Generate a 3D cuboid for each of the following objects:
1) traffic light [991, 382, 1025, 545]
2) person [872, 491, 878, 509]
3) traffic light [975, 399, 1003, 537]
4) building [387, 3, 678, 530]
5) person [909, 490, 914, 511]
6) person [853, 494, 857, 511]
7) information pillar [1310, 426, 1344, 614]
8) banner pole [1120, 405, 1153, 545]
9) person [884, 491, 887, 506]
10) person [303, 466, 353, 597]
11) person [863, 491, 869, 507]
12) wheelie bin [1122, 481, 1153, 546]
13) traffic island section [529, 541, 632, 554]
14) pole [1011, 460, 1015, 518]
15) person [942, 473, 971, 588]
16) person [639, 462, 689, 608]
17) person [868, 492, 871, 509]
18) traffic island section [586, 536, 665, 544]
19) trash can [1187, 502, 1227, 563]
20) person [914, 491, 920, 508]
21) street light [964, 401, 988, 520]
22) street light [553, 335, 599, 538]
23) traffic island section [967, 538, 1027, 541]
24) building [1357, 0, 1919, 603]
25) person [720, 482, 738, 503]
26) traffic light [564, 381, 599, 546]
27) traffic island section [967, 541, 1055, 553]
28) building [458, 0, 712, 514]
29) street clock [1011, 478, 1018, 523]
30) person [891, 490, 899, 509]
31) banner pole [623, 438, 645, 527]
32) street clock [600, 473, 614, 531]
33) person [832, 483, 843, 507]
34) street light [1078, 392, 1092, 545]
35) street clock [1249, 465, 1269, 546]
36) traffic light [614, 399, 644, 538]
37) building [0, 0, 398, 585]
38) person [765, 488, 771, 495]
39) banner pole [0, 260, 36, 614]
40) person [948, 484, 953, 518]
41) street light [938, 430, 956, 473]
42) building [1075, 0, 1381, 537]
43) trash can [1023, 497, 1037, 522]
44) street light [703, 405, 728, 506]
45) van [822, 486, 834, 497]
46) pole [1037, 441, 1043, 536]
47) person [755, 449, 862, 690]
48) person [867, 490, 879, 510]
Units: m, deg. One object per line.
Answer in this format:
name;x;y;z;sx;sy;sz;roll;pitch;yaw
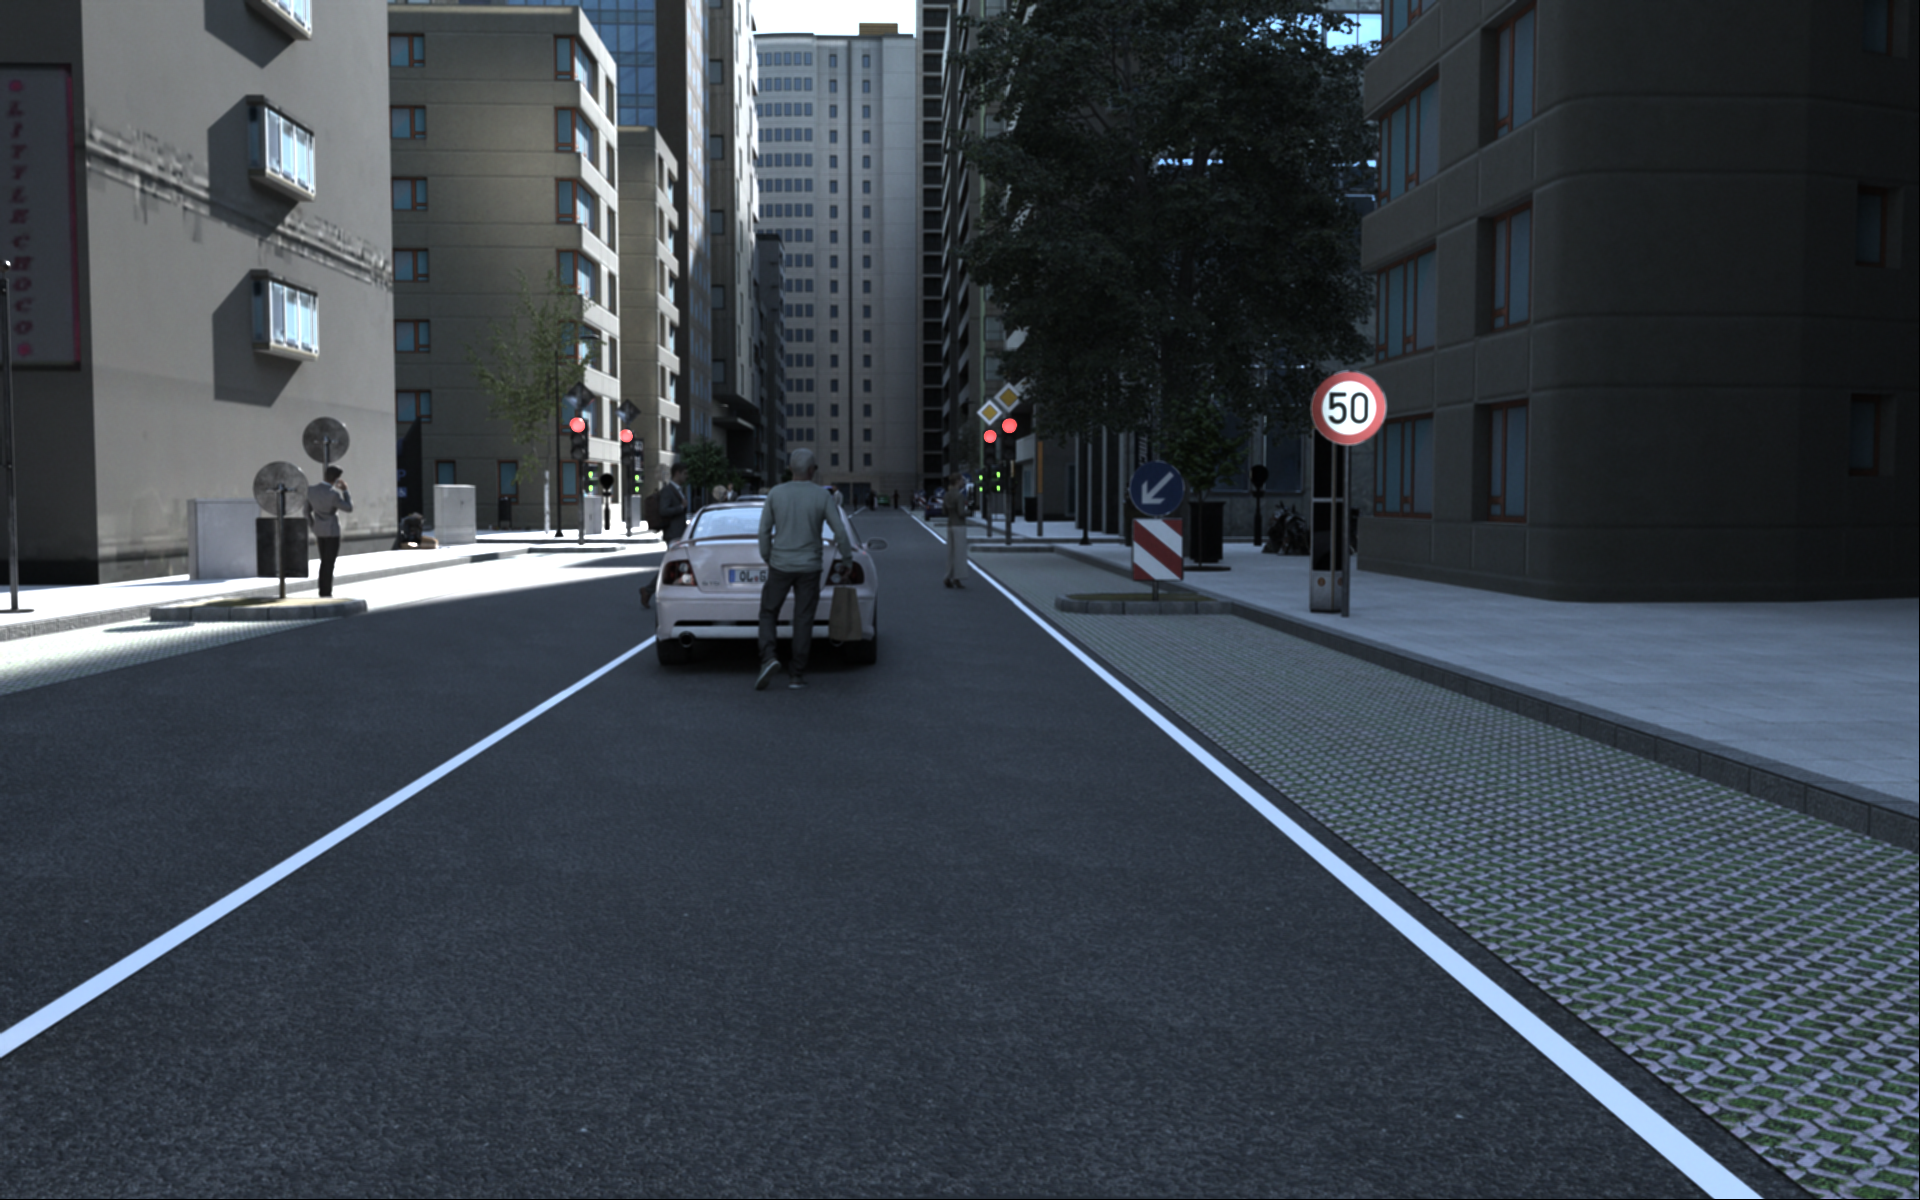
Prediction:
traffic light;1.199;-3.335;43.441;0.839;4.253;0.868;0;4;-2
person;-8.130;-9.590;165.962;0.621;1.740;0.551;2;4;33
traffic light;0.857;-3.823;51.419;0.839;4.253;0.868;0;4;-2
building;-27.883;-14.092;75.448;27.650;21.520;28.899;0;4;-2
person;-4.210;-8.452;147.219;0.750;1.759;0.617;2;4;32
person;-8.685;-8.065;143.616;0.557;1.426;1.065;1;4;9
information pillar;3.994;-0.869;18.707;0.304;2.012;0.304;-3;5;-45
banner pole;4.505;-3.308;44.098;0.863;3.779;0.401;0;4;-1
person;-8.805;-11.801;201.998;0.434;1.755;0.990;2;4;25
person;-8.305;-0.862;22.781;0.592;1.802;0.473;3;4;38
person;-10.637;-11.610;198.305;0.705;1.826;1.348;-3;5;-45
wheelie bin;4.408;-2.112;42.437;0.980;1.594;0.693;2;4;26
traffic island section;-9.443;-1.274;43.106;2.009;0.180;2.903;0;4;-2
pole;2.831;-6.010;92.101;0.158;3.312;0.155;0;3;0
person;-0.021;-1.061;26.397;0.362;1.759;0.519;-2;4;-34
person;-3.628;-0.821;21.884;0.822;1.834;0.622;0;4;-4
person;-8.958;-9.882;171.546;0.415;1.643;0.593;-3;5;-40
traffic island section;-9.784;-1.762;51.084;2.009;0.180;2.903;0;4;-2
trash can;4.602;-1.265;32.333;0.748;1.137;0.748;0;3;0
person;-4.102;-9.442;163.818;0.756;1.711;0.436;3;4;38
street light;0.886;-6.978;86.630;1.470;5.913;1.316;0;4;-2
street light;-11.248;-4.785;50.778;1.470;5.913;1.316;0;4;-2
traffic island section;0.898;-1.789;51.534;2.009;0.180;2.903;0;4;-2
building;21.154;-10.387;14.873;27.650;21.520;28.899;0;4;-2
person;-7.657;-3.001;57.536;0.622;1.834;0.822;-1;4;-12
traffic light;-9.402;-3.306;42.973;0.839;4.253;0.868;0;4;-2
traffic island section;1.239;-1.301;43.557;2.009;0.180;2.903;0;4;-2
building;-24.220;-28.428;114.903;14.600;45.320;14.200;0;4;-2
street clock;2.351;-4.476;77.757;0.471;2.002;0.358;1;4;13
person;-6.229;-9.726;167.478;0.705;1.831;1.348;2;4;35
banner pole;-12.850;-4.784;68.238;0.863;3.779;0.401;-1;4;-10
street clock;-12.346;-3.425;60.563;0.471;2.002;0.358;-1;4;-18
person;-3.930;-2.864;55.606;0.850;1.792;0.678;-2;4;-31
street light;2.623;-4.339;43.489;1.470;5.913;1.316;0;4;-2
street clock;7.373;-2.339;42.821;0.471;2.002;0.358;0;4;5
traffic light;-9.743;-3.794;50.951;0.839;4.253;0.868;0;4;-2
building;-22.800;-24.654;26.800;21.600;48.544;21.300;0;4;-2
person;-10.896;-5.691;101.772;1.509;1.804;0.699;2;4;31
banner pole;-10.246;-1.738;18.427;0.401;3.779;0.863;0;4;0
person;-0.220;-3.574;67.155;0.699;1.804;1.509;1;4;16
street light;-0.885;-9.395;126.149;1.470;5.913;1.316;0;4;-2
building;19.833;-45.729;60.335;31.000;86.520;22.319;0;4;-2
trash can;3.283;-4.170;79.832;0.748;1.137;0.748;0;3;0
street light;-12.817;-7.216;90.515;1.470;5.913;1.316;0;4;-2
van;-10.465;-7.860;132.900;2.240;2.365;5.245;0;4;-4
pole;2.425;-3.578;52.347;0.158;3.312;0.155;0;3;0
person;-1.114;-0.231;12.766;0.782;1.767;0.515;0;4;-2
person;-7.615;-8.722;151.233;1.348;1.807;0.705;-3;5;-45
